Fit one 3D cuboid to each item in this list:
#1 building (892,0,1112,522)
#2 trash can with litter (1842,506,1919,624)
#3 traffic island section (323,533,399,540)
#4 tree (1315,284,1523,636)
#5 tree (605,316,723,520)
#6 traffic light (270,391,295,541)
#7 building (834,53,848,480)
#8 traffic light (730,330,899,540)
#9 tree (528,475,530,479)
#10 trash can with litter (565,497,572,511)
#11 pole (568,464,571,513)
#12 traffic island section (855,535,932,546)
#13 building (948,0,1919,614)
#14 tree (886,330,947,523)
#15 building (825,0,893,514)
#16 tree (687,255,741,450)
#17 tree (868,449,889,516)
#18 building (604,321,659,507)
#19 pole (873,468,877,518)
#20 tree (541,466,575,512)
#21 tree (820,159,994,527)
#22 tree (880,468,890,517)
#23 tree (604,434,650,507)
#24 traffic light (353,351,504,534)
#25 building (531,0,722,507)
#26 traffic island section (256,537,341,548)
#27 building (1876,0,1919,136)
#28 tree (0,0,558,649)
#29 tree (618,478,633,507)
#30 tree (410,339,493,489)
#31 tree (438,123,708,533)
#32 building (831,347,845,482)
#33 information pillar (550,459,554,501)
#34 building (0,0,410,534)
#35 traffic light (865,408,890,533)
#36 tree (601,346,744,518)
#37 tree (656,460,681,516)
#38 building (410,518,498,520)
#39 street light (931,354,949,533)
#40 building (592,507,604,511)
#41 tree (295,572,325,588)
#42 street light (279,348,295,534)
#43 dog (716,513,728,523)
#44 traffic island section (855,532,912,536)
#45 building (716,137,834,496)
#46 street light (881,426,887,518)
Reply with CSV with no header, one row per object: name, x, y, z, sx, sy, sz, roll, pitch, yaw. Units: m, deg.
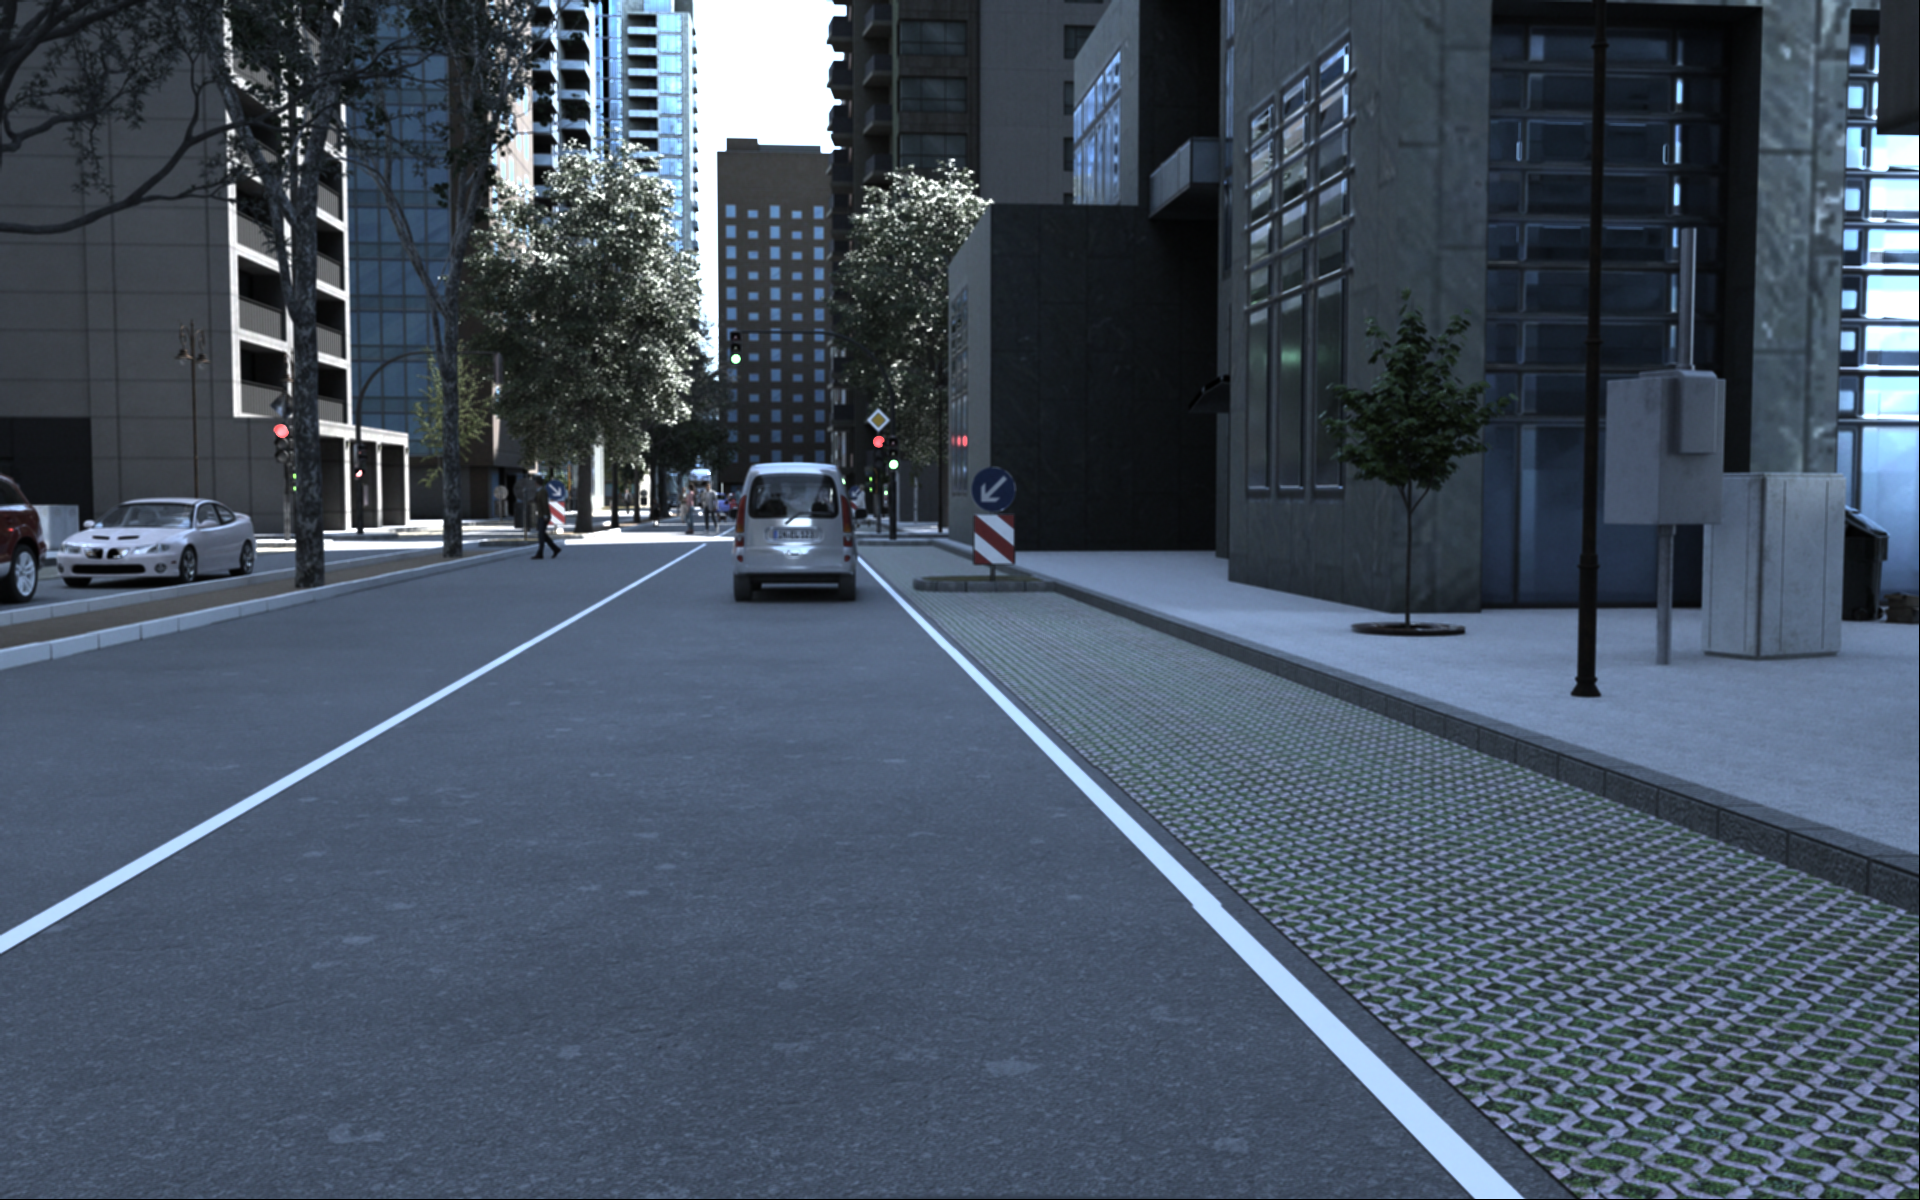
building,3.558,-19.219,85.939,14.160,30.474,14.107,0,4,-5
trash can with litter,9.319,-0.375,17.513,0.624,1.170,1.055,-3,5,-39
traffic island section,-19.105,-2.009,55.131,2.009,0.180,2.903,0,4,-5
tree,4.152,-1.319,16.172,1.663,3.219,1.824,0,3,0
tree,-16.760,-10.186,94.758,9.928,11.665,9.643,0,3,0
traffic light,-18.300,-3.555,47.051,0.839,4.253,0.868,0,4,-5
building,-4.677,-31.901,171.684,14.600,45.320,14.200,0,4,-5
traffic light,-3.989,-4.503,48.296,4.771,5.953,1.251,0,4,-5
tree,-27.142,-9.445,104.789,4.737,8.622,4.395,0,3,0
trash can with litter,-29.192,-7.144,128.198,1.055,1.170,0.624,-1,4,-17
pole,-26.797,-7.646,118.853,0.158,3.312,0.155,0,3,0
traffic island section,-1.874,-1.619,48.755,2.009,0.180,2.903,0,4,-5
building,12.265,-44.009,32.225,22.319,86.520,31.000,0,4,-5
tree,-1.720,-7.657,75.559,4.737,8.622,4.395,0,3,0
building,2.142,-28.312,117.527,22.147,44.769,28.867,0,4,-5
tree,-14.299,-9.703,71.464,12.009,13.543,11.850,0,3,0
tree,-3.712,-7.181,101.129,4.285,4.588,4.351,0,3,0
building,-48.881,-21.105,190.098,28.899,21.520,27.650,0,4,-5
pole,-4.498,-6.002,91.977,0.158,3.312,0.155,0,3,0
tree,-28.637,-7.913,123.975,1.663,3.219,1.824,0,3,0
tree,-0.448,-9.770,66.394,9.857,13.997,8.962,0,3,0
tree,-3.922,-6.289,97.423,1.663,3.219,1.824,0,3,0
tree,-32.352,-15.215,166.892,7.486,12.596,7.792,0,3,0
traffic light,-16.990,-4.928,55.234,4.771,5.953,1.251,0,4,-5
building,-46.549,-55.586,221.496,31.000,86.520,22.319,0,4,-5
traffic island section,-18.340,-1.523,47.182,2.009,0.180,2.903,0,4,-5
building,10.708,-19.525,2.833,14.154,41.232,14.086,0,4,-5
tree,-8.741,-6.226,14.624,12.009,13.543,11.850,0,3,0
tree,-33.616,-10.951,173.655,1.663,3.219,1.824,0,3,0
tree,-24.467,-8.113,83.013,4.737,8.622,4.395,0,3,0
tree,-13.237,-9.259,60.489,9.857,13.997,8.962,0,3,0
building,-0.316,-21.373,194.493,27.650,21.520,28.899,0,4,-5
information pillar,-25.832,-7.233,109.617,0.183,3.616,0.504,0,4,7
building,-32.010,-38.183,62.541,20.563,71.187,20.611,0,4,-5
traffic light,-2.679,-4.139,56.585,0.839,4.253,0.868,0,4,-5
tree,-17.921,-11.318,104.510,9.611,12.733,9.660,0,3,0
tree,-18.483,-9.815,113.290,4.360,8.622,3.978,0,3,0
building,-30.902,-27.021,91.903,14.600,45.320,14.200,0,4,-5
street light,-0.652,-5.169,57.306,0.468,5.910,1.993,0,4,-5
building,-40.727,-50.736,142.209,22.319,86.520,31.000,0,4,-5
tree,-11.236,-10.292,26.626,12.611,20.169,13.585,0,3,0
street light,-21.158,-5.031,55.045,0.468,5.910,1.993,0,4,-5
dog,-11.599,-3.984,84.421,0.406,0.507,0.540,1,4,19
traffic island section,-2.639,-2.105,56.703,2.009,0.180,2.903,0,4,-5
building,-23.471,-34.915,220.974,14.200,45.320,14.600,0,4,-5
street light,-4.152,-7.401,93.801,0.468,5.910,1.993,0,4,-5
